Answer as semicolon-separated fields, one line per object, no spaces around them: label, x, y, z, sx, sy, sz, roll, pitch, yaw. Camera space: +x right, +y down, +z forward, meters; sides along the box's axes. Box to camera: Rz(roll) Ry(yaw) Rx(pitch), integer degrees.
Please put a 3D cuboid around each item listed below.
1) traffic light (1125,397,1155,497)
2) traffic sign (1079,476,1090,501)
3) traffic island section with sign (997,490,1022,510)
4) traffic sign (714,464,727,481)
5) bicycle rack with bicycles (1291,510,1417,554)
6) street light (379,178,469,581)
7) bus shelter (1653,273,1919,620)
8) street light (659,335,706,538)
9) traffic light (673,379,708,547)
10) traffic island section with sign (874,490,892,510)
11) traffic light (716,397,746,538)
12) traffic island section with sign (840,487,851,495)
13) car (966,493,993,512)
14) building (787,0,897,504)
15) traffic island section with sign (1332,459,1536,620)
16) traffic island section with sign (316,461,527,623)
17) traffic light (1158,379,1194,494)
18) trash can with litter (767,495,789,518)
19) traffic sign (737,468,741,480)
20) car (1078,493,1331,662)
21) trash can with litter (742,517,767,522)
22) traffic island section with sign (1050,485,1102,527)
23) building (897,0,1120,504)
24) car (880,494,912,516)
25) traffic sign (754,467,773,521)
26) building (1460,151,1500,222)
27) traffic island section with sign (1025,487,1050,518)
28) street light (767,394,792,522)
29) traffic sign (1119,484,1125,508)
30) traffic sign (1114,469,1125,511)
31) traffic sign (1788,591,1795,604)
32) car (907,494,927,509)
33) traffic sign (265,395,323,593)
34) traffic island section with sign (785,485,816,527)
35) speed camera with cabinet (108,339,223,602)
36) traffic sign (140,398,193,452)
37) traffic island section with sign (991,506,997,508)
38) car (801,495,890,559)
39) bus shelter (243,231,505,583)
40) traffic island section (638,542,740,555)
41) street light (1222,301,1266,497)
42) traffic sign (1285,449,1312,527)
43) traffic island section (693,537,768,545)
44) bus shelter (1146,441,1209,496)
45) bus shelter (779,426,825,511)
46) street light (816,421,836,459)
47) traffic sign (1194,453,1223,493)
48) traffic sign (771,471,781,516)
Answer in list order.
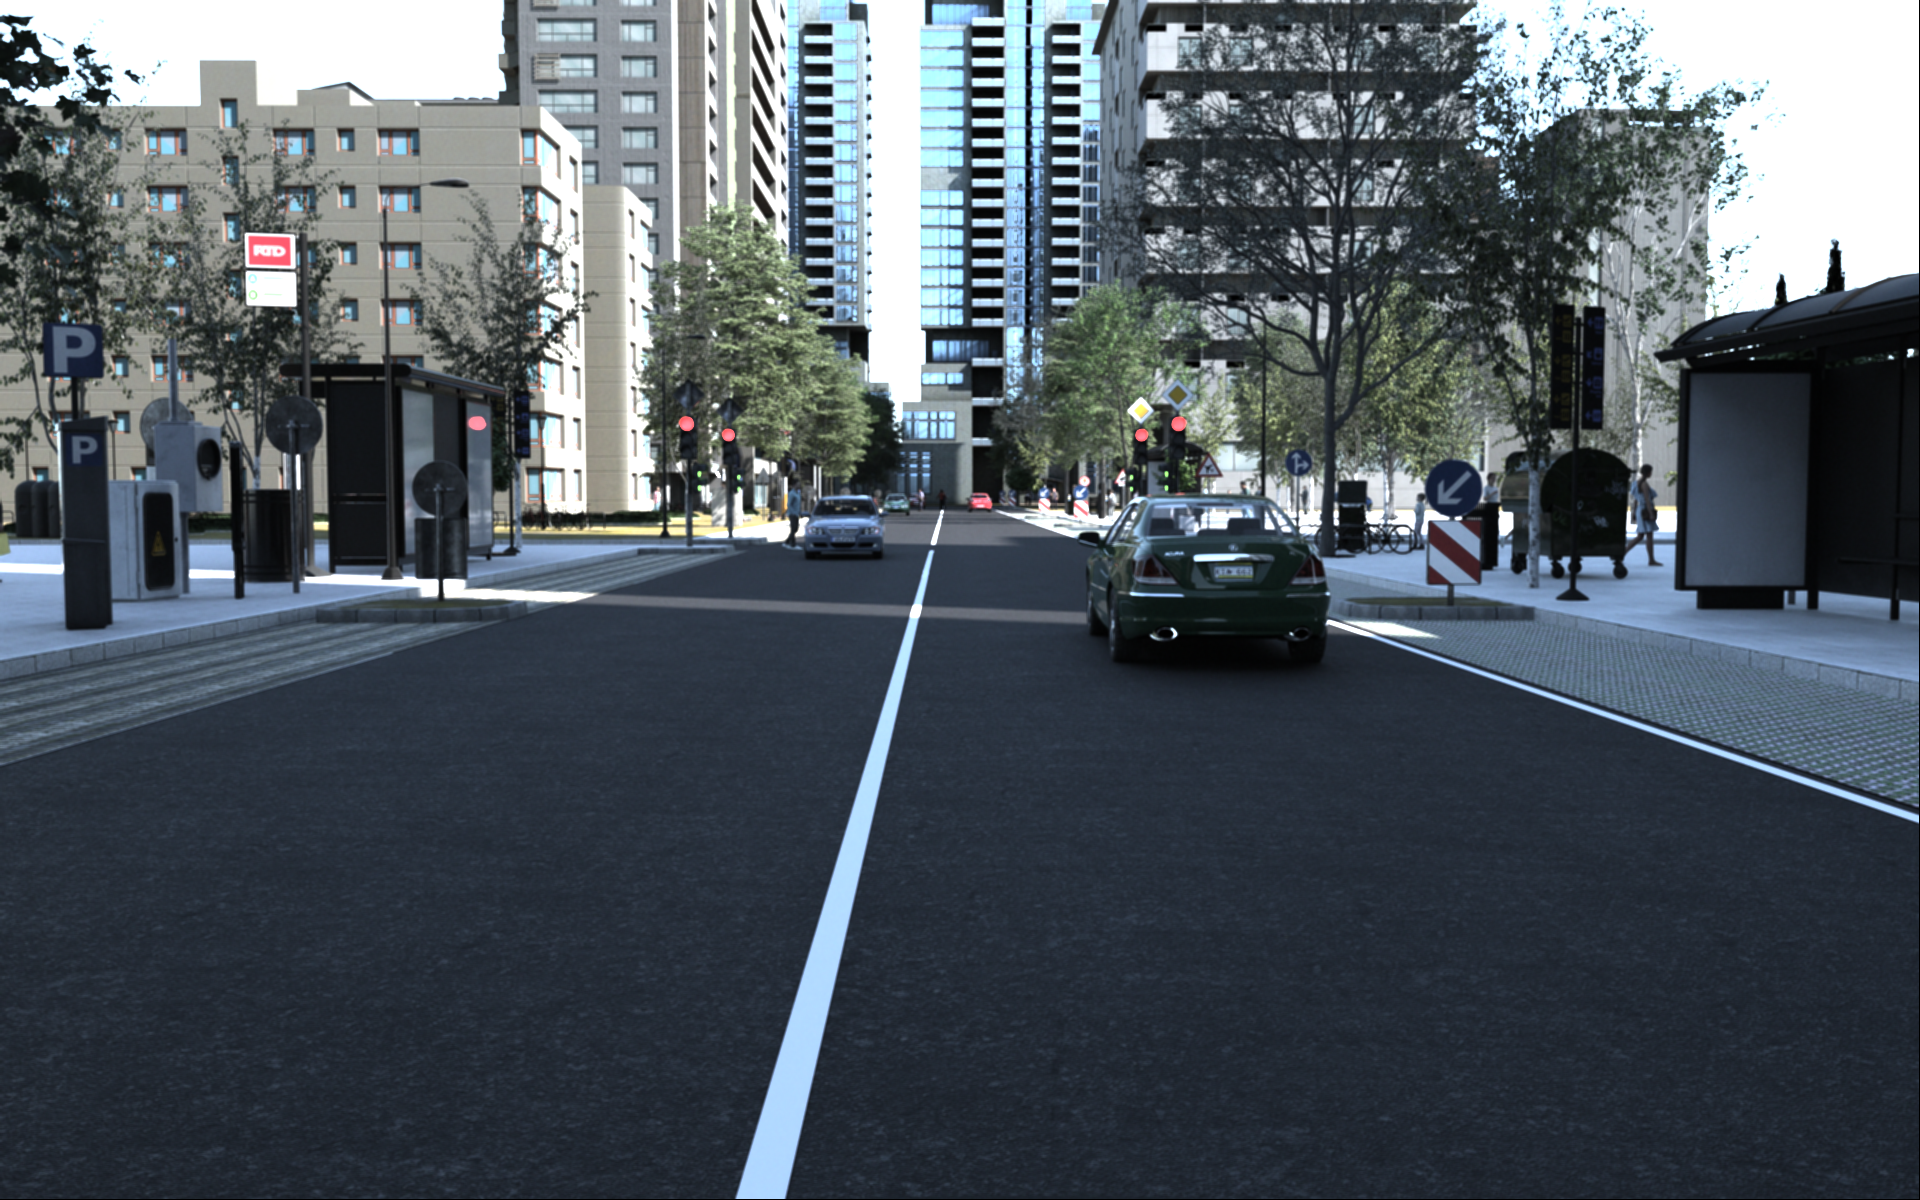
traffic light;5.217;-3.752;50.268;0.839;4.253;0.868;0;4;0
traffic sign;8.730;-7.413;121.312;0.768;2.556;0.104;0;4;3
traffic island section with sign;4.482;-8.826;152.938;1.989;1.847;2.006;0;4;0
traffic sign;-9.936;-4.468;72.789;0.795;2.593;0.064;0;4;0
bicycle rack with bicycles;8.686;-1.493;37.795;2.925;0.926;2.852;3;5;44
street light;-7.923;-3.248;25.640;1.470;5.913;1.316;0;4;0
bus shelter;8.809;-1.397;16.760;2.014;3.302;5.546;0;4;0
street light;-8.113;-4.778;50.657;1.470;5.913;1.316;0;4;0
traffic light;-6.583;-3.257;42.177;0.839;4.253;0.868;0;4;0
traffic island section with sign;-7.136;-8.793;152.401;1.989;1.847;2.006;0;4;0
traffic light;-6.643;-3.746;50.162;0.839;4.253;0.868;0;4;0
traffic island section with sign;-6.761;-5.779;103.114;1.989;1.847;2.006;0;4;0
car;1.549;-7.870;137.716;2.155;1.783;4.494;0;4;-1
building;-24.516;-55.882;226.337;31.000;86.520;22.319;0;4;0
traffic island section with sign;5.497;-0.724;20.458;1.989;1.847;2.006;0;4;0
traffic island section with sign;-6.129;-0.699;20.059;1.989;1.847;2.006;0;4;0
traffic light;5.278;-3.264;42.283;0.839;4.253;0.868;0;4;0
trash can with litter;-9.613;-5.089;94.258;2.233;1.210;1.678;0;4;-5
traffic sign;-10.698;-4.988;81.657;0.768;2.556;0.104;0;4;2
car;2.205;-0.270;16.208;2.131;1.459;4.920;0;4;0
trash can with litter;-10.408;-4.217;80.006;1.678;1.210;2.233;2;4;33
traffic island section with sign;5.073;-4.062;75.040;1.989;1.847;2.006;0;4;0
building;6.486;-55.877;226.264;31.000;86.520;22.319;0;4;0
car;-4.275;-6.376;116.051;2.131;1.459;4.920;0;4;-2
traffic sign;-9.387;-5.060;82.742;0.884;2.594;0.081;0;4;5
building;60.105;-35.087;223.785;14.200;45.320;14.600;0;4;0
traffic island section with sign;4.867;-5.785;103.209;1.989;1.847;2.006;0;4;0
street light;-8.280;-6.608;80.574;1.470;5.913;1.316;0;4;0
traffic sign;8.543;-5.376;90.023;0.606;2.300;0.079;0;4;2
traffic sign;8.224;-5.355;87.552;0.884;2.594;0.081;0;4;2
traffic sign;9.695;-1.224;20.117;0.768;2.556;0.104;0;4;3
car;-4.343;-9.956;171.813;2.155;1.783;4.494;0;4;-1
traffic sign;-8.615;-1.364;22.406;0.768;2.556;0.104;0;4;3
traffic island section with sign;-6.556;-4.097;75.607;1.989;1.847;2.006;0;4;0
speed camera with cabinet;-9.907;-1.658;21.452;0.660;3.252;2.038;0;4;5
traffic sign;-10.480;-1.393;22.882;0.768;2.556;0.104;1;4;9
traffic island section with sign;4.277;-10.489;180.124;1.989;1.847;2.006;0;4;0
car;-2.623;-1.701;39.821;2.014;1.417;4.499;0;4;-2
bus shelter;-9.879;-3.159;29.281;2.179;5.291;8.768;0;4;-1
traffic island section;-6.623;-1.225;42.312;2.009;0.180;2.903;0;4;0
street light;6.781;-4.232;41.729;1.470;5.913;1.316;0;4;0
traffic sign;9.631;-3.012;49.351;0.768;2.556;0.104;0;4;4
traffic island section;-6.684;-1.713;50.296;2.009;0.180;2.903;0;4;0
bus shelter;8.399;-4.548;68.284;2.014;3.302;5.546;0;4;0
bus shelter;-9.519;-7.718;103.818;2.179;5.291;8.768;0;4;0
street light;-8.598;-8.435;110.461;1.470;5.913;1.316;0;4;0
traffic sign;7.769;-3.311;54.133;0.884;2.594;0.081;1;4;8
traffic sign;-10.060;-5.855;95.827;0.768;2.556;0.104;0;4;1
